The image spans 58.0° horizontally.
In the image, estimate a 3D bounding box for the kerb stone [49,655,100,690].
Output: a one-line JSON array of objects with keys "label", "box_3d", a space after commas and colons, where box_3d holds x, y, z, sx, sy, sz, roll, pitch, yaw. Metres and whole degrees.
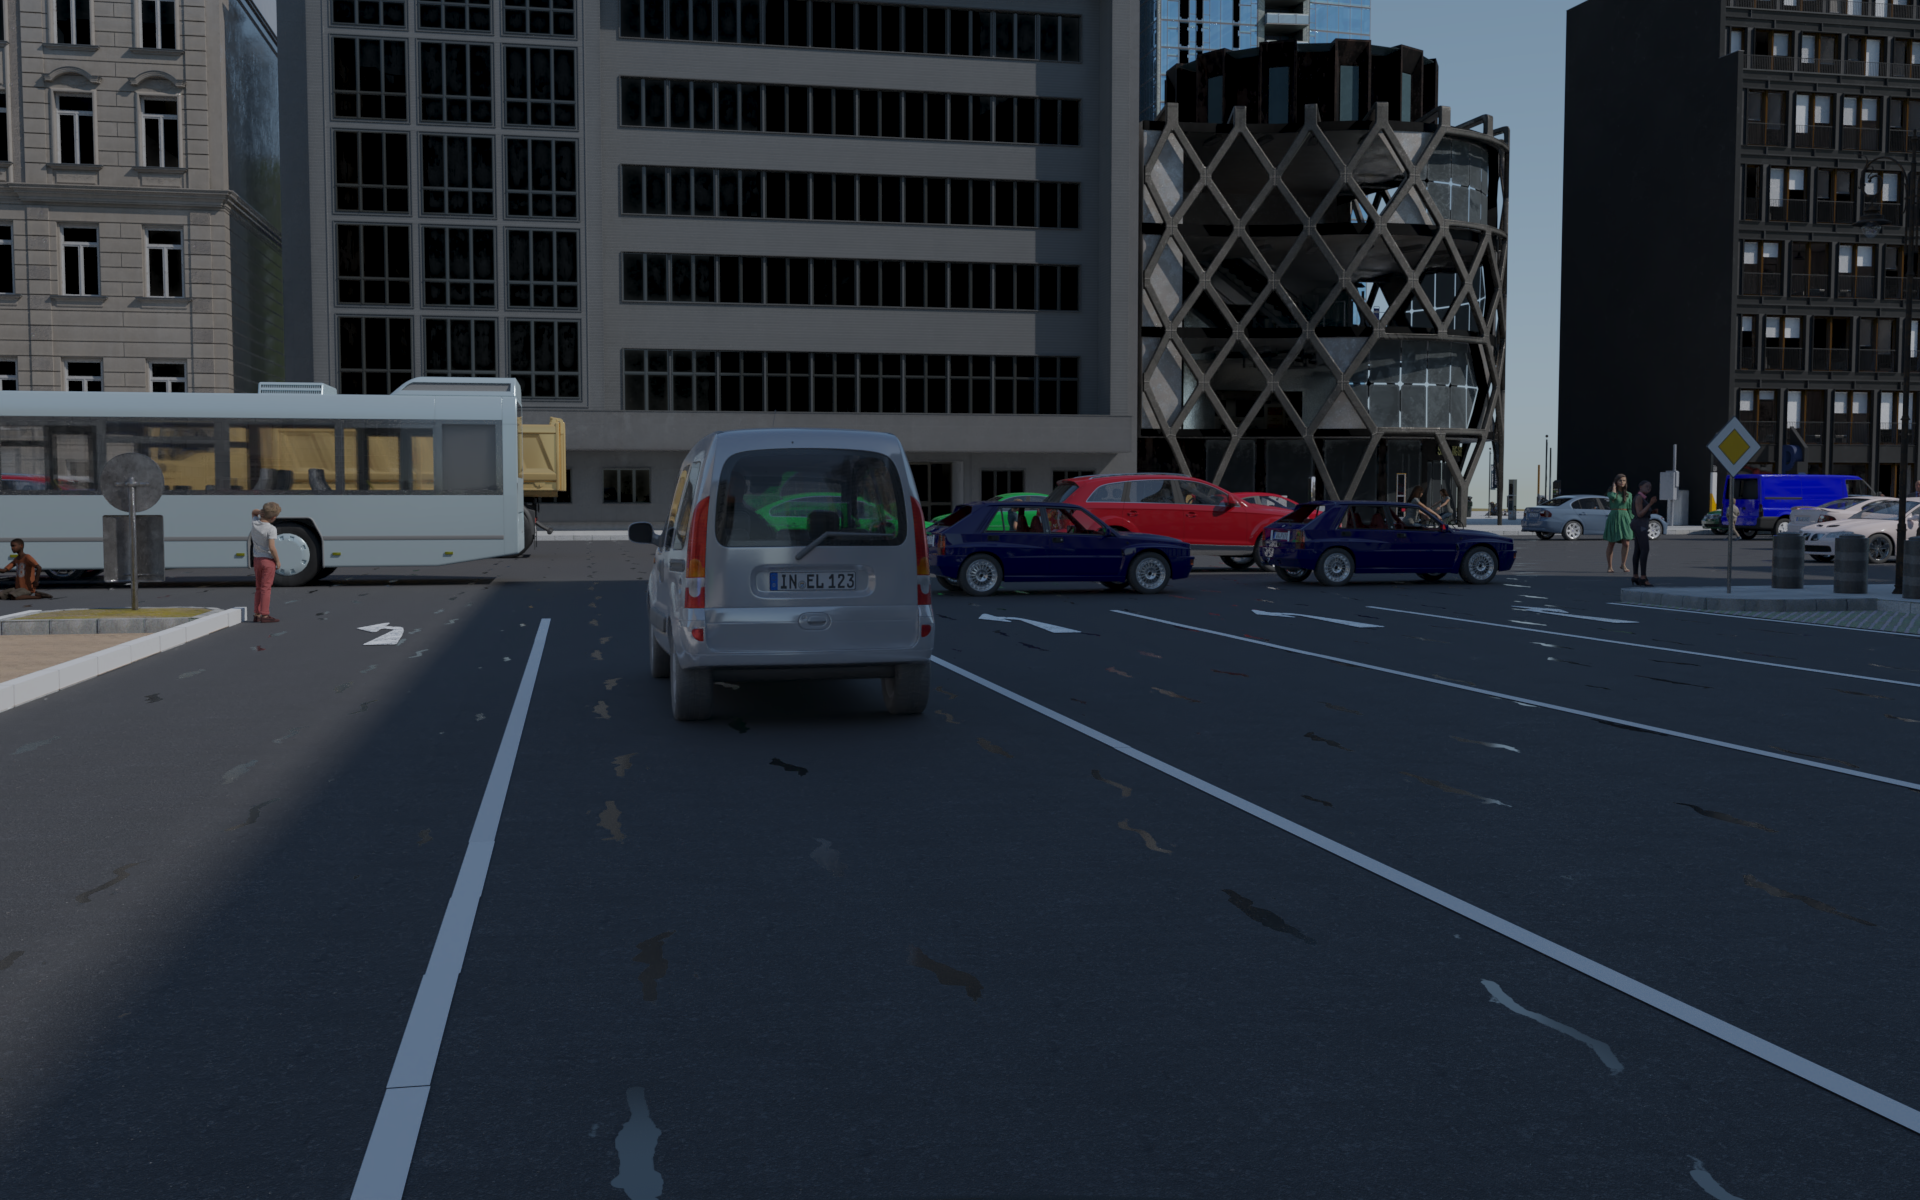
[{"label": "kerb stone", "box_3d": [-6.743, 0.555, 13.131, 0.120, 0.150, 1.000, -1, 4, -12]}]

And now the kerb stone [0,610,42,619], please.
[{"label": "kerb stone", "box_3d": [-10.096, 0.218, 18.634, 0.120, 0.150, 1.000, -1, 4, -12]}]

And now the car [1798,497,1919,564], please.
[{"label": "car", "box_3d": [20.147, -1.489, 36.711, 4.827, 1.381, 2.083, -1, 4, -11]}]

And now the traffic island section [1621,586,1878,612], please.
[{"label": "traffic island section", "box_3d": [9.951, -0.007, 22.393, 2.009, 0.180, 2.903, -1, 4, -12]}]

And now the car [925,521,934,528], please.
[{"label": "car", "box_3d": [-2.273, -1.481, 33.003, 4.718, 1.807, 1.959, -1, 4, -11]}]

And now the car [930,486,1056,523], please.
[{"label": "car", "box_3d": [1.422, -2.370, 47.546, 4.718, 1.807, 1.959, -1, 4, -13]}]

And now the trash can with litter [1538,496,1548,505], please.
[{"label": "trash can with litter", "box_3d": [32.668, -5.182, 96.106, 1.055, 1.170, 0.624, 0, 4, 7]}]

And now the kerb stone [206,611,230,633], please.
[{"label": "kerb stone", "box_3d": [-7.851, 0.246, 18.176, 0.120, 0.150, 1.000, -1, 4, -12]}]

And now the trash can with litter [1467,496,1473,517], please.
[{"label": "trash can with litter", "box_3d": [27.774, -5.138, 95.393, 0.624, 1.170, 1.055, -1, 4, -14]}]

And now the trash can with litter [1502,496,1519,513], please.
[{"label": "trash can with litter", "box_3d": [37.851, -6.666, 120.052, 1.678, 1.210, 2.233, 2, 4, 27]}]

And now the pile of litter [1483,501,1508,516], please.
[{"label": "pile of litter", "box_3d": [31.454, -5.376, 101.862, 1.176, 0.858, 1.719, -2, 4, -33]}]

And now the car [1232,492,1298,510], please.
[{"label": "car", "box_3d": [8.984, -2.545, 50.645, 4.494, 1.783, 2.155, -1, 4, -13]}]

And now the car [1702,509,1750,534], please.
[{"label": "car", "box_3d": [28.595, -3.016, 61.112, 4.920, 1.459, 2.131, -1, 4, -14]}]

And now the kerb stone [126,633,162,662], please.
[{"label": "kerb stone", "box_3d": [-7.189, 0.431, 15.155, 0.120, 0.150, 1.000, -1, 4, -12]}]

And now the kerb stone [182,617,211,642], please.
[{"label": "kerb stone", "box_3d": [-7.622, 0.307, 17.174, 0.120, 0.150, 1.000, -1, 4, -12]}]

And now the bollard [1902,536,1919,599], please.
[{"label": "bollard", "box_3d": [11.793, -0.399, 21.242, 0.404, 0.777, 0.398, 0, 3, 0]}]

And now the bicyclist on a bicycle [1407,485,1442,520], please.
[{"label": "bicyclist on a bicycle", "box_3d": [9.574, -1.594, 36.076, 1.625, 1.676, 1.499, -1, 4, -12]}]

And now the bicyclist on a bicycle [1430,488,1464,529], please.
[{"label": "bicyclist on a bicycle", "box_3d": [15.642, -2.828, 56.252, 1.625, 1.676, 1.499, -1, 4, -12]}]

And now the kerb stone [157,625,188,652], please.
[{"label": "kerb stone", "box_3d": [-7.403, 0.370, 16.160, 0.120, 0.150, 1.000, -1, 4, -12]}]

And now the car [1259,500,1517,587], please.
[{"label": "car", "box_3d": [6.891, -0.937, 27.897, 3.894, 1.354, 1.945, -1, 4, -14]}]

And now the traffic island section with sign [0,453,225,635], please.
[{"label": "traffic island section with sign", "box_3d": [-9.002, -0.636, 18.528, 2.006, 1.907, 1.989, -1, 4, -12]}]

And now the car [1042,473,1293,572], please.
[{"label": "car", "box_3d": [3.982, -1.441, 32.237, 5.304, 1.827, 2.281, -1, 4, -13]}]

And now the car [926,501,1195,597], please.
[{"label": "car", "box_3d": [1.378, -0.776, 25.267, 3.894, 1.354, 1.945, -1, 4, -13]}]

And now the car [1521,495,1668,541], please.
[{"label": "car", "box_3d": [19.880, -2.583, 54.229, 4.499, 1.417, 2.014, -1, 4, -12]}]

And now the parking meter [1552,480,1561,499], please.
[{"label": "parking meter", "box_3d": [24.523, -4.006, 71.211, 0.255, 1.863, 0.399, 2, 4, 33]}]

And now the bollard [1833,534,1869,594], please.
[{"label": "bollard", "box_3d": [11.537, -0.471, 22.416, 0.404, 0.777, 0.398, 0, 3, 0]}]

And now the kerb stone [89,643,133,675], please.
[{"label": "kerb stone", "box_3d": [-6.961, 0.493, 14.137, 0.120, 0.150, 1.000, -1, 4, -12]}]

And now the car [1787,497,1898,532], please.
[{"label": "car", "box_3d": [23.902, -1.988, 44.858, 4.827, 1.381, 2.083, -1, 4, -11]}]

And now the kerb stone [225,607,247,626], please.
[{"label": "kerb stone", "box_3d": [-8.058, 0.185, 19.183, 0.120, 0.150, 1.000, -1, 4, -12]}]

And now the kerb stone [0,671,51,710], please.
[{"label": "kerb stone", "box_3d": [-6.524, 0.616, 12.127, 0.120, 0.150, 1.000, -1, 4, -12]}]

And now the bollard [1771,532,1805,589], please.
[{"label": "bollard", "box_3d": [11.282, -0.543, 23.590, 0.404, 0.777, 0.398, 0, 3, 0]}]

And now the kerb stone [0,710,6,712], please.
[{"label": "kerb stone", "box_3d": [-6.305, 0.677, 11.123, 0.120, 0.150, 1.000, -1, 4, -12]}]

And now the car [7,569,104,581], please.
[{"label": "car", "box_3d": [-16.324, -1.025, 29.127, 4.827, 1.381, 2.083, -1, 4, -14]}]
